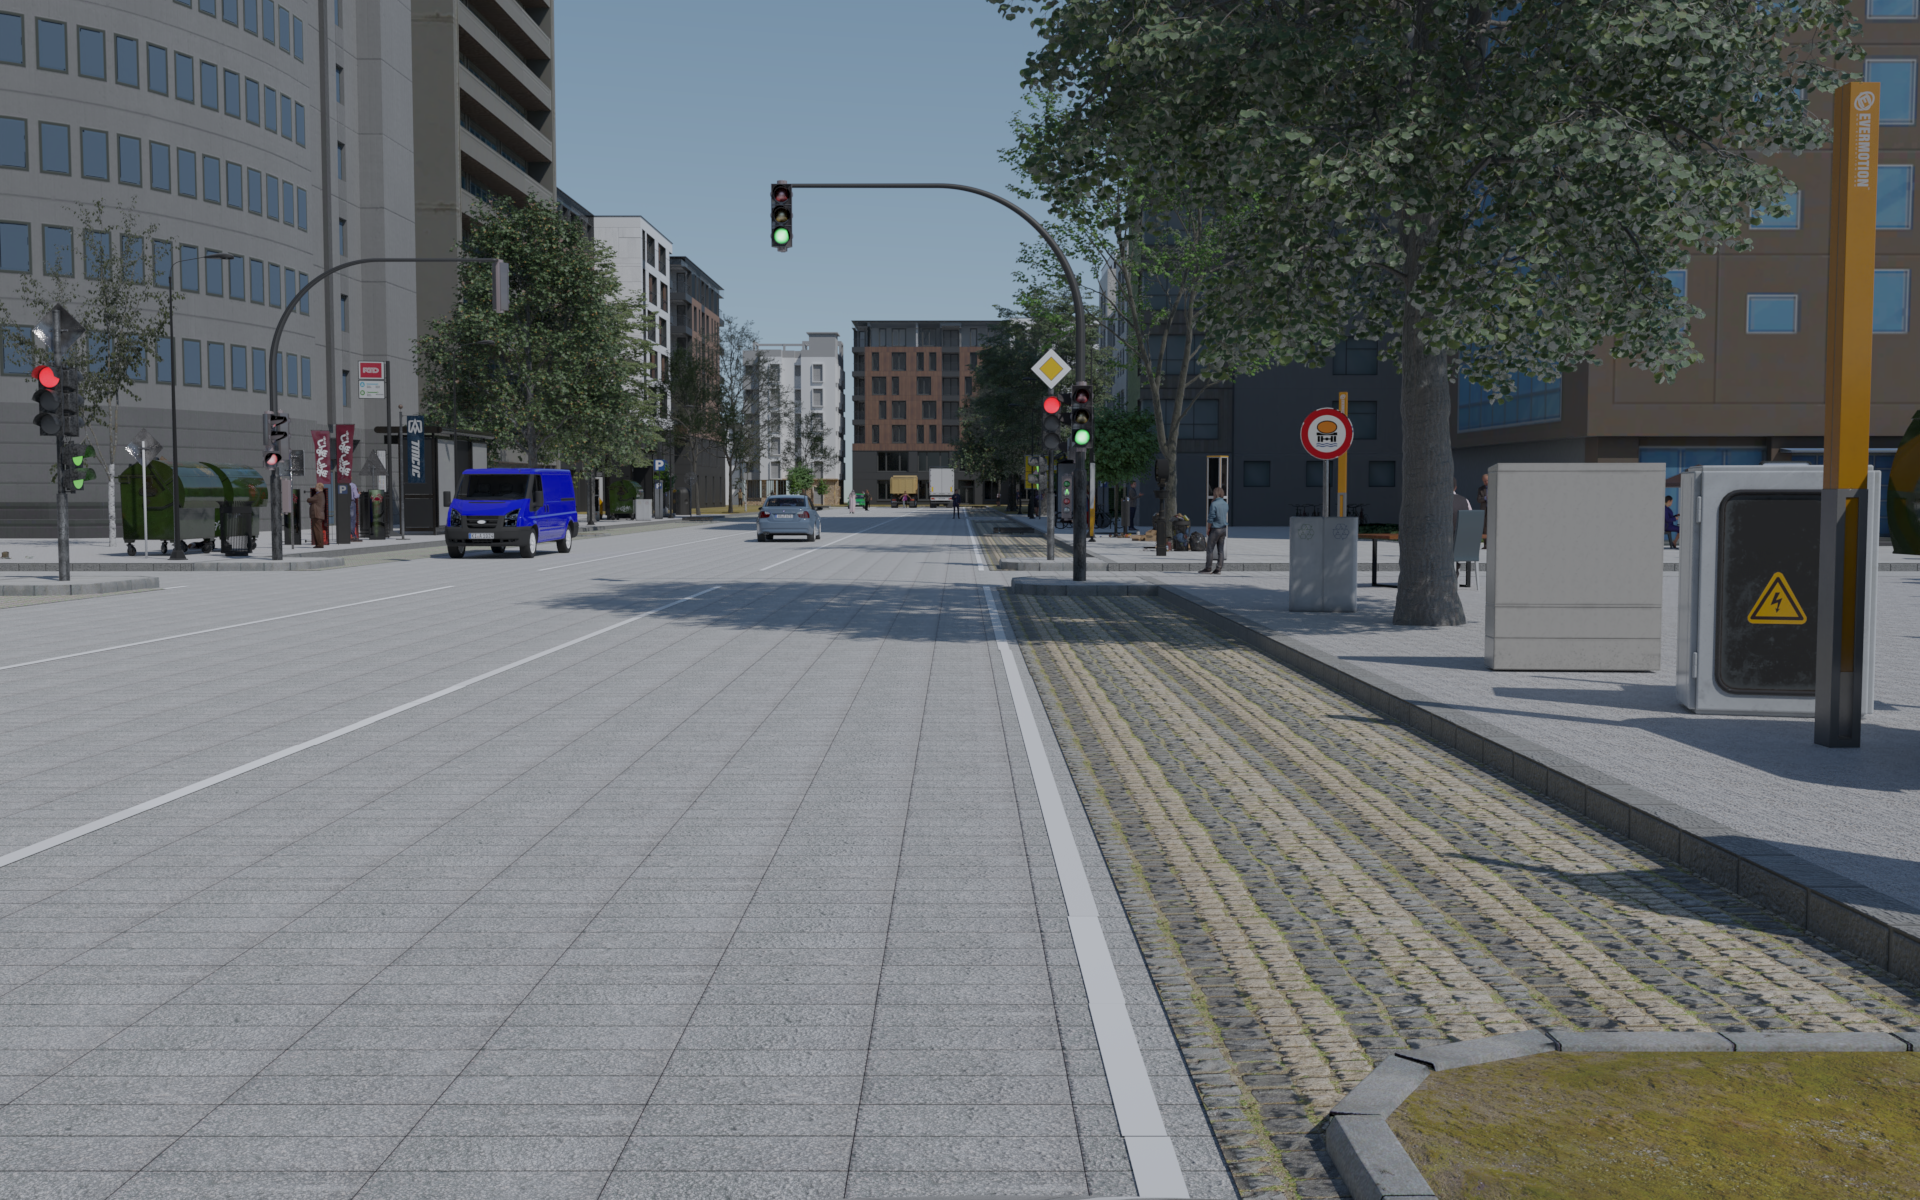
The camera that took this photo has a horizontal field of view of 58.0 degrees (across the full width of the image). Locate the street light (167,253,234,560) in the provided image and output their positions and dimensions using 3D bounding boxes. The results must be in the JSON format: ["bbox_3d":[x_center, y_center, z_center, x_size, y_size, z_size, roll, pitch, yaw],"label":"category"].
[{"bbox_3d":[-14.680,-3.730,33.519,1.470,5.913,1.316,0,3,0],"label":"street light"}]

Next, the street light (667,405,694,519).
[{"bbox_3d":[-14.635,-7.231,90.760,1.470,5.913,1.316,0,3,0],"label":"street light"}]

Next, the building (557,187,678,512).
[{"bbox_3d":[-37.277,-17.193,125.084,27.936,21.610,32.646,0,3,0],"label":"building"}]

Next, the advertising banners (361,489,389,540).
[{"bbox_3d":[-16.848,-3.159,47.841,2.074,3.025,0.090,-3,4,-37],"label":"advertising banners"}]

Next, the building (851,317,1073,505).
[{"bbox_3d":[3.549,-22.647,214.254,32.646,21.610,27.936,0,3,0],"label":"building"}]

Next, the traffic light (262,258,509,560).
[{"bbox_3d":[-11.131,-3.599,33.506,4.771,5.953,1.251,0,3,0],"label":"traffic light"}]

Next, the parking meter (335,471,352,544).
[{"bbox_3d":[-15.829,-2.372,44.489,0.399,1.863,0.255,-1,4,-18],"label":"parking meter"}]

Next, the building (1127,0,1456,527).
[{"bbox_3d":[14.095,-23.874,73.929,14.154,41.232,14.086,0,3,0],"label":"building"}]

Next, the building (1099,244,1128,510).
[{"bbox_3d":[19.929,-16.043,128.761,16.747,18.905,31.486,0,3,0],"label":"building"}]

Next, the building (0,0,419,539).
[{"bbox_3d":[-34.091,-31.683,60.022,21.231,58.520,28.212,0,3,0],"label":"building"}]

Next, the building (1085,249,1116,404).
[{"bbox_3d":[26.806,-19.371,160.684,27.936,21.610,32.646,0,3,0],"label":"building"}]

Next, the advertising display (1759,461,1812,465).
[{"bbox_3d":[16.013,-1.740,33.658,0.974,1.923,0.123,0,4,4],"label":"advertising display"}]

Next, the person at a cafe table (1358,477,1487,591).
[{"bbox_3d":[6.483,-0.924,23.624,1.698,1.524,1.622,-1,4,-20],"label":"person at a cafe table"}]

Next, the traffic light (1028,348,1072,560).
[{"bbox_3d":[1.739,-2.726,33.489,0.839,4.253,0.868,0,3,0],"label":"traffic light"}]

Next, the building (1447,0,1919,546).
[{"bbox_3d":[22.397,-24.330,47.913,14.200,45.320,14.600,0,3,0],"label":"building"}]

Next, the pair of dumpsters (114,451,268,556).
[{"bbox_3d":[-16.636,-2.147,37.603,1.574,2.255,4.437,0,4,0],"label":"pair of dumpsters"}]

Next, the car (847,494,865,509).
[{"bbox_3d":[-9.868,-9.700,167.392,1.959,1.807,4.718,0,4,1],"label":"car"}]

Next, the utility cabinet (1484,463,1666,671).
[{"bbox_3d":[4.438,-0.236,12.541,1.173,1.500,0.318,0,4,4],"label":"utility cabinet"}]

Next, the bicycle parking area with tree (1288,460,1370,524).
[{"bbox_3d":[15.816,-4.561,61.572,8.231,4.147,9.016,2,4,28],"label":"bicycle parking area with tree"}]

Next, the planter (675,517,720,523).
[{"bbox_3d":[-12.941,-3.949,85.714,1.991,0.319,1.994,0,3,0],"label":"planter"}]

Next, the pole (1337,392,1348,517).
[{"bbox_3d":[7.672,-2.502,34.751,0.158,3.312,0.155,0,3,0],"label":"pole"}]

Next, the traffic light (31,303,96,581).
[{"bbox_3d":[-13.221,-2.236,25.485,0.839,4.253,0.868,0,3,0],"label":"traffic light"}]

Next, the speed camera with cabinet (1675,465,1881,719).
[{"bbox_3d":[5.287,-0.956,9.965,2.038,3.252,0.660,1,4,15],"label":"speed camera with cabinet"}]

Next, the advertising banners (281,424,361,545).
[{"bbox_3d":[-16.071,-2.885,43.358,2.074,3.025,0.090,1,4,10],"label":"advertising banners"}]

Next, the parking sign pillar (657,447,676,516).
[{"bbox_3d":[-17.115,-6.801,99.676,1.447,3.967,1.447,0,4,-1],"label":"parking sign pillar"}]

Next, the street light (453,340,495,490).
[{"bbox_3d":[-14.738,-4.887,52.443,1.470,5.913,1.316,0,3,0],"label":"street light"}]

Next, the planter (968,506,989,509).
[{"bbox_3d":[1.742,-8.637,162.361,1.991,0.319,1.994,0,3,0],"label":"planter"}]

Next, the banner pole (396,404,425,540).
[{"bbox_3d":[-15.396,-3.578,48.511,0.863,3.779,0.401,0,4,-7],"label":"banner pole"}]

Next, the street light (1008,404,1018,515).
[{"bbox_3d":[3.189,-7.142,89.308,1.470,5.913,1.316,0,3,0],"label":"street light"}]

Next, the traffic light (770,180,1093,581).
[{"bbox_3d":[-0.351,-3.101,25.362,4.771,5.953,1.251,0,3,0],"label":"traffic light"}]

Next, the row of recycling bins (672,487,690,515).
[{"bbox_3d":[-17.123,-6.098,106.810,1.069,1.692,3.534,-1,4,-14],"label":"row of recycling bins"}]

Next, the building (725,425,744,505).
[{"bbox_3d":[-40.032,-16.089,205.209,28.070,9.664,9.099,0,3,0],"label":"building"}]

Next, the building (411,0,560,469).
[{"bbox_3d":[-34.860,-28.714,93.171,21.300,48.544,21.600,0,3,0],"label":"building"}]

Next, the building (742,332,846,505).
[{"bbox_3d":[-19.923,-21.538,208.572,11.380,20.091,16.016,0,3,0],"label":"building"}]

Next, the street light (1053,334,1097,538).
[{"bbox_3d":[3.263,-4.755,50.287,1.470,5.913,1.316,0,3,0],"label":"street light"}]

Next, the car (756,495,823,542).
[{"bbox_3d":[-5.232,-2.515,53.129,2.014,1.417,4.499,0,4,-1],"label":"car"}]

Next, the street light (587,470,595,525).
[{"bbox_3d":[-14.705,-6.044,71.367,1.470,5.913,1.316,0,3,0],"label":"street light"}]

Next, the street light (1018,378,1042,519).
[{"bbox_3d":[3.174,-5.913,69.211,1.470,5.913,1.316,0,3,0],"label":"street light"}]

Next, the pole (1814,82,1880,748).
[{"bbox_3d":[4.472,-0.911,8.731,0.158,3.312,0.155,0,3,0],"label":"pole"}]

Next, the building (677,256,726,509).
[{"bbox_3d":[-39.790,-19.501,162.815,32.646,21.610,27.936,0,3,0],"label":"building"}]

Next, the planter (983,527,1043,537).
[{"bbox_3d":[1.769,-2.276,58.346,1.991,0.319,1.994,0,3,0],"label":"planter"}]
